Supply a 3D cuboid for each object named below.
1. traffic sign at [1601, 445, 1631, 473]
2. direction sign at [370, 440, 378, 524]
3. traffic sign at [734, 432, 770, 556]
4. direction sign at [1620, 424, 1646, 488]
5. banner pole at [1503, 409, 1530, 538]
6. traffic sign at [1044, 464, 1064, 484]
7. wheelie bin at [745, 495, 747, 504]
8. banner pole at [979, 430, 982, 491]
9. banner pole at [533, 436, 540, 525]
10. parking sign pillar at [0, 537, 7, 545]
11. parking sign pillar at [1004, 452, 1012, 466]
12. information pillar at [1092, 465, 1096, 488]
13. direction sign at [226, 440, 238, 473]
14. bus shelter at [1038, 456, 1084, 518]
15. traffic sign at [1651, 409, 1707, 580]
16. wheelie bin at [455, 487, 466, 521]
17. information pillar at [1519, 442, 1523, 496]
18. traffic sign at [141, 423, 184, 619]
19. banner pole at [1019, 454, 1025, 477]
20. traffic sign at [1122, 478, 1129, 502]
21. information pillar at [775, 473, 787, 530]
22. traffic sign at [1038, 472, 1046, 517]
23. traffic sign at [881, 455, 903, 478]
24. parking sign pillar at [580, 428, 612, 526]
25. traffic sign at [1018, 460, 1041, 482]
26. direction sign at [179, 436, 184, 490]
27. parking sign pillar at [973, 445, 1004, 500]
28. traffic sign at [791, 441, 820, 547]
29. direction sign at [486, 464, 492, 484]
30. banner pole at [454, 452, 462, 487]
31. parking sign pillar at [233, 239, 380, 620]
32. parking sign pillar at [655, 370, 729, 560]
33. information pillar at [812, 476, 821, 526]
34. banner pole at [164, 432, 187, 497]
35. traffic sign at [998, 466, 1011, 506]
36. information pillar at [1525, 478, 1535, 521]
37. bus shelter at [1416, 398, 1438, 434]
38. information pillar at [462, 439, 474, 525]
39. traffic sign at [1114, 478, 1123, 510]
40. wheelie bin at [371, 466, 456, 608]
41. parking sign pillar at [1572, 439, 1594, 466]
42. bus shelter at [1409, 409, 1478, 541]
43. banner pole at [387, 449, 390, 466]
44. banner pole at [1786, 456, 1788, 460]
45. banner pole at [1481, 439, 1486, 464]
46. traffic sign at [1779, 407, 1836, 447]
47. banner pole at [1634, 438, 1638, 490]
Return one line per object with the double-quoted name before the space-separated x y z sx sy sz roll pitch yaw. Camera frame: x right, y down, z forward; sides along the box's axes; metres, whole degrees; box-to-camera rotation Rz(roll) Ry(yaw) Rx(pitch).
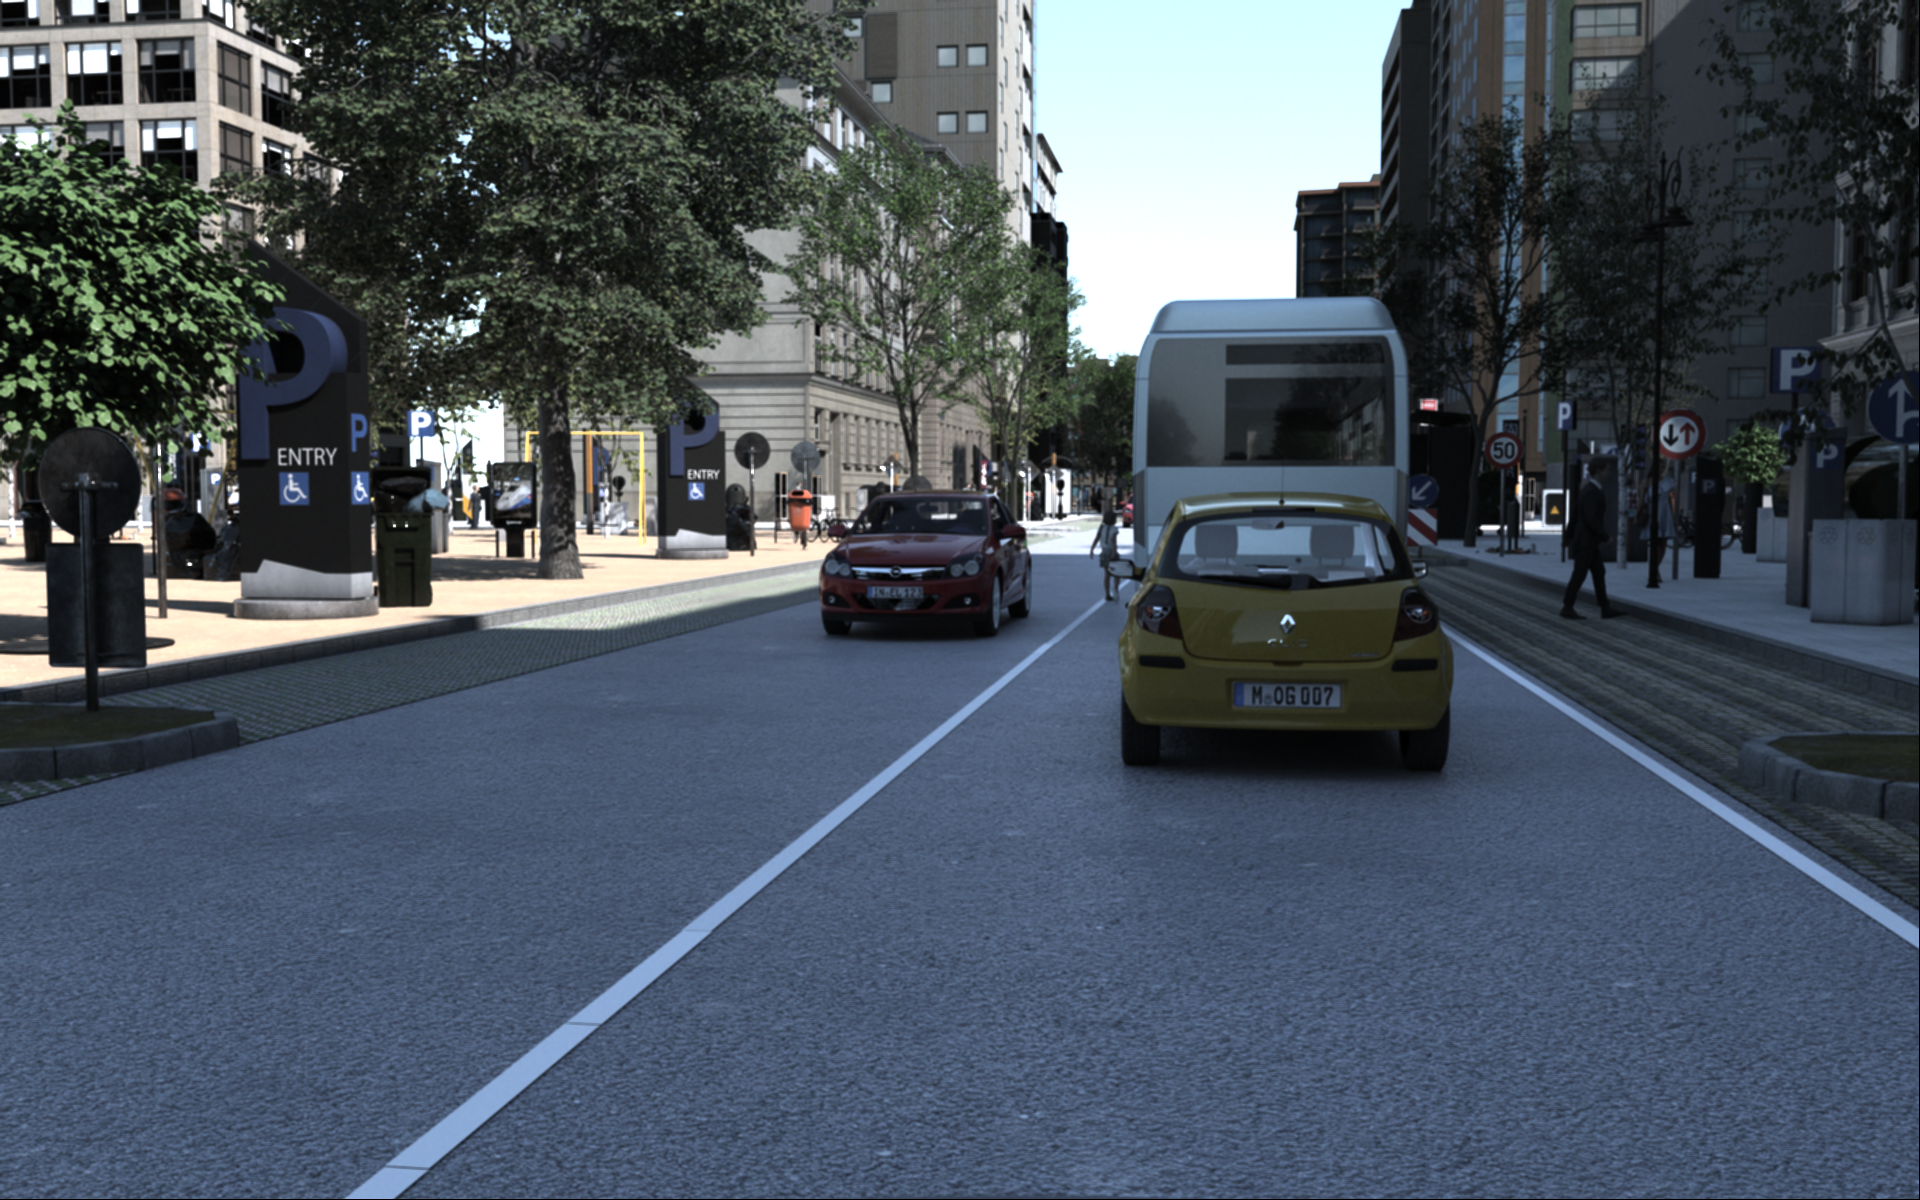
"traffic sign" 13.480 -2.051 35.663 0.606 2.300 0.079 1 4 17
"direction sign" -24.936 -4.952 72.962 0.876 3.537 0.379 0 4 -3
"traffic sign" -4.285 -2.175 35.665 0.768 2.556 0.104 1 4 11
"direction sign" 21.721 -3.912 55.955 0.379 3.537 0.876 -3 4 -39
"banner pole" 16.433 -3.742 51.203 0.863 3.779 0.401 2 4 28
"traffic sign" 3.576 -3.929 66.433 0.795 2.593 0.064 1 4 9
"wheelie bin" -9.768 -4.171 76.108 0.693 1.594 0.980 1 4 14
"banner pole" 0.800 -4.721 67.204 0.401 3.779 0.863 0 4 -2
"banner pole" -17.821 -5.069 72.891 0.401 3.779 0.863 0 4 6
"parking sign pillar" -24.940 -3.378 43.697 1.447 3.967 1.447 2 4 29
"parking sign pillar" 2.752 -6.833 100.191 1.447 3.967 1.447 -1 4 -8
"information pillar" 10.823 -9.091 139.987 0.183 3.616 0.504 -2 4 -33
"direction sign" -26.194 -4.344 63.025 0.876 3.537 0.379 -1 4 -16
"bus shelter" 5.558 -6.158 94.607 2.014 3.302 5.546 1 4 9
"traffic sign" 10.735 -1.579 25.925 0.768 2.556 0.104 1 4 16
"wheelie bin" -23.657 -4.520 81.812 0.980 1.594 0.693 -2 4 -24
"information pillar" 24.485 -5.177 75.992 0.504 3.616 0.183 0 4 8
"traffic sign" -8.217 -1.081 17.780 0.768 2.556 0.104 1 4 15
"banner pole" 3.477 -6.509 96.441 0.863 3.779 0.401 -3 5 -40
"traffic sign" 13.113 -8.459 138.417 0.768 2.556 0.104 1 4 13
"information pillar" -6.149 -3.366 59.529 0.304 2.012 0.304 3 5 41
"traffic sign" 4.837 -6.020 98.535 0.768 2.556 0.104 1 4 10
"traffic sign" -2.285 -3.548 57.745 0.795 2.593 0.064 1 4 16
"parking sign pillar" -14.904 -5.062 71.232 1.447 3.967 1.447 2 4 29
"traffic sign" 2.326 -3.447 58.546 0.795 2.593 0.064 1 4 9
"direction sign" -27.743 -4.256 61.587 0.876 3.537 0.379 3 5 41
"parking sign pillar" 1.294 -6.547 95.517 1.447 3.967 1.447 3 5 40
"traffic sign" -3.753 -2.559 41.939 0.768 2.556 0.104 1 4 18
"direction sign" -35.199 -8.413 129.552 0.379 3.537 0.876 1 4 12
"banner pole" -29.713 -6.881 102.521 0.401 3.779 0.863 1 4 17
"parking sign pillar" -6.897 -1.818 18.192 1.447 3.967 1.447 1 4 12
"parking sign pillar" -5.322 -2.804 34.322 1.447 3.967 1.447 -2 4 -34
"information pillar" -5.826 -4.026 70.325 0.304 2.012 0.304 1 4 17
"banner pole" -24.275 -3.898 53.742 0.863 3.779 0.401 -3 5 -43
"traffic sign" 2.085 -4.747 77.711 0.768 2.556 0.104 1 4 17
"information pillar" 26.844 -4.716 81.600 0.304 2.012 0.304 -1 4 -23
"bus shelter" 18.606 -5.681 70.520 2.179 5.291 8.768 1 4 9
"information pillar" -20.687 -4.985 72.860 0.504 3.616 0.183 1 4 13
"traffic sign" 12.441 -8.308 135.943 0.768 2.556 0.104 1 4 10
"wheelie bin" -6.337 -0.727 19.791 0.980 1.594 0.693 -1 4 -21
"parking sign pillar" 30.149 -5.825 83.711 1.447 3.967 1.447 -1 4 -16
"bus shelter" 13.872 -3.629 50.622 1.731 3.624 6.357 1 4 9
"banner pole" -31.381 -6.429 95.136 0.401 3.779 0.863 -1 4 -15
"banner pole" 33.442 -4.870 69.637 0.863 3.779 0.401 -1 4 -13
"banner pole" 20.644 -4.842 69.177 0.401 3.779 0.863 -3 4 -36
"traffic sign" 12.425 -1.550 25.455 0.768 2.556 0.104 1 4 19
"banner pole" 26.598 -4.779 68.153 0.401 3.779 0.863 1 4 14
